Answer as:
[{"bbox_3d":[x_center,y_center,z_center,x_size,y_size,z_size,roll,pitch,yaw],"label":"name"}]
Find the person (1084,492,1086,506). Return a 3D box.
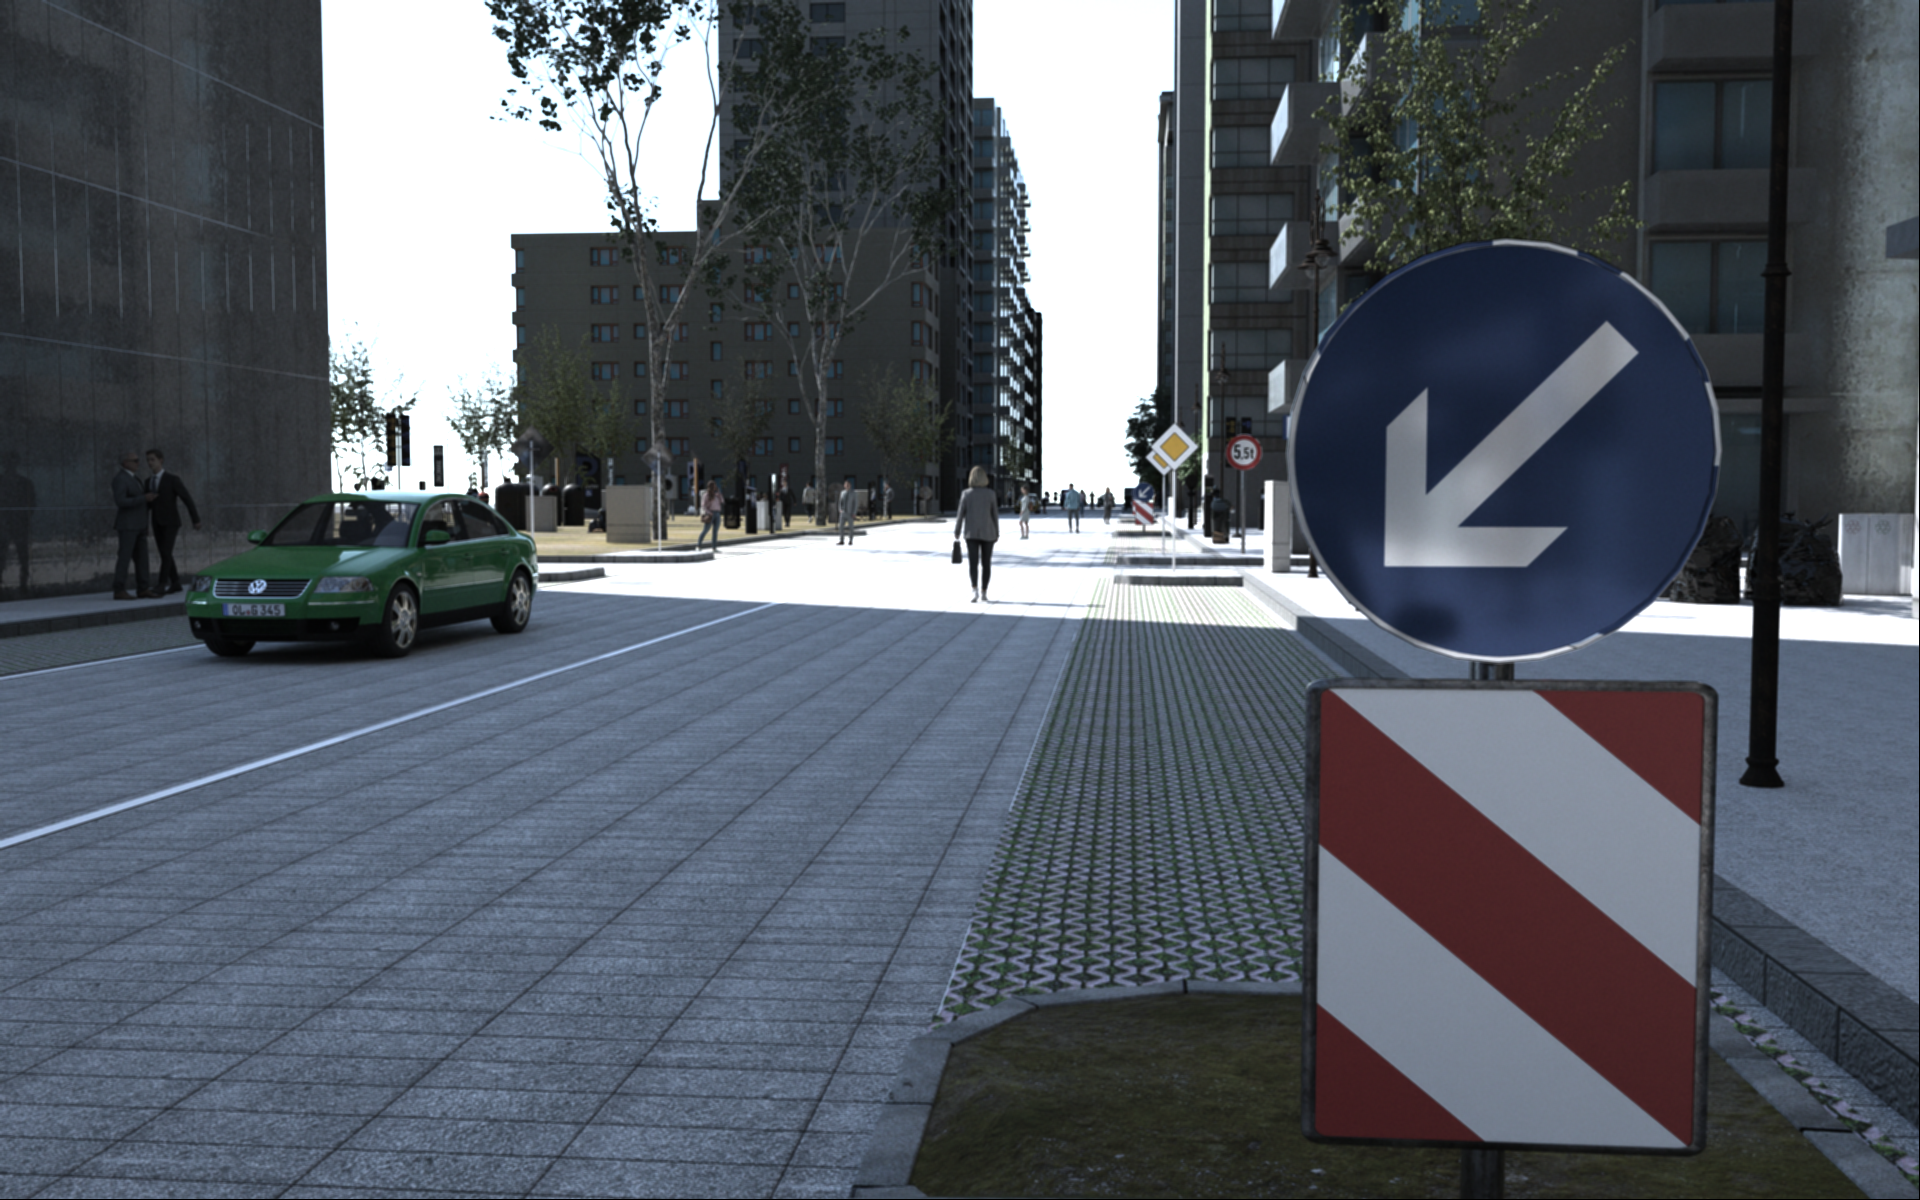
[{"bbox_3d":[15.075,-12.356,211.322,0.742,1.727,0.445,-1,4,-11],"label":"person"}]

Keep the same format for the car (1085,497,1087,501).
[{"bbox_3d":[17.917,-15.170,257.810,2.009,1.686,4.222,0,4,7],"label":"car"}]

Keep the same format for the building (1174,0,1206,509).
[{"bbox_3d":[26.087,-35.712,125.897,21.231,58.520,28.212,0,4,5],"label":"building"}]

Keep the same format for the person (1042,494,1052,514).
[{"bbox_3d":[6.278,-6.963,125.529,0.628,1.438,0.799,1,4,19],"label":"person"}]

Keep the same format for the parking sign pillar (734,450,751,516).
[{"bbox_3d":[-12.770,-6.944,102.008,1.447,3.967,1.447,1,4,16],"label":"parking sign pillar"}]

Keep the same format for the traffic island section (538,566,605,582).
[{"bbox_3d":[-7.260,-0.431,29.321,2.009,0.180,2.903,0,4,5],"label":"traffic island section"}]

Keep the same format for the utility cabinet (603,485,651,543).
[{"bbox_3d":[-8.586,-2.213,44.861,1.173,1.500,0.318,1,4,23],"label":"utility cabinet"}]

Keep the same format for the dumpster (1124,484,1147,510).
[{"bbox_3d":[14.405,-8.379,141.939,1.985,2.255,1.502,0,4,6],"label":"dumpster"}]

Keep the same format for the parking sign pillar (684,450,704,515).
[{"bbox_3d":[-15.942,-7.098,104.532,1.447,3.967,1.447,-3,4,-36],"label":"parking sign pillar"}]

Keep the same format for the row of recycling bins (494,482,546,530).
[{"bbox_3d":[-16.050,-3.404,62.771,1.069,1.692,3.534,0,4,-1],"label":"row of recycling bins"}]

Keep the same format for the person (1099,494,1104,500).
[{"bbox_3d":[12.440,-8.491,147.323,1.348,1.824,0.705,-1,4,-22],"label":"person"}]

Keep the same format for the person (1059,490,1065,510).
[{"bbox_3d":[9.493,-9.284,160.279,0.705,1.826,1.348,1,4,23],"label":"person"}]

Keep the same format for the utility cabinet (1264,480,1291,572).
[{"bbox_3d":[5.260,-1.221,28.648,0.318,1.500,1.173,0,4,4],"label":"utility cabinet"}]

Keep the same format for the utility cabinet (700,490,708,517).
[{"bbox_3d":[-14.009,-5.282,95.041,0.318,1.500,1.173,-1,4,-20],"label":"utility cabinet"}]

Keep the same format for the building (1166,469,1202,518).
[{"bbox_3d":[28.072,-24.771,96.893,32.217,40.220,23.993,0,4,5],"label":"building"}]

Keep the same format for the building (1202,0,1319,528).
[{"bbox_3d":[17.064,-23.683,70.807,14.154,41.232,14.086,0,4,5],"label":"building"}]

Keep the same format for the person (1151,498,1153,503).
[{"bbox_3d":[25.750,-13.835,233.031,0.721,1.735,1.217,1,4,15],"label":"person"}]

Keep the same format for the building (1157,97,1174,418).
[{"bbox_3d":[40.132,-38.896,225.186,28.713,52.752,27.495,0,4,5],"label":"building"}]

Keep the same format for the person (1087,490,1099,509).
[{"bbox_3d":[12.460,-9.448,162.984,1.348,1.823,0.705,3,5,45],"label":"person"}]

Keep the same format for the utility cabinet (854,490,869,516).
[{"bbox_3d":[-5.452,-5.539,99.248,1.173,1.500,0.318,-2,4,-31],"label":"utility cabinet"}]

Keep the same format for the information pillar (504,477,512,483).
[{"bbox_3d":[-20.039,-4.418,76.733,0.304,2.012,0.304,-1,4,-10],"label":"information pillar"}]

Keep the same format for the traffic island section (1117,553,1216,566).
[{"bbox_3d":[4.298,-0.853,36.228,2.009,0.180,2.903,0,4,5],"label":"traffic island section"}]

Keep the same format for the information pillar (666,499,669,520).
[{"bbox_3d":[-14.815,-5.063,87.266,0.304,2.012,0.304,0,4,-2],"label":"information pillar"}]

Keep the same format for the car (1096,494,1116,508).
[{"bbox_3d":[15.547,-10.550,184.282,2.131,1.459,4.920,0,4,7],"label":"car"}]

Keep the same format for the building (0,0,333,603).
[{"bbox_3d":[-20.973,-12.556,23.309,19.932,24.808,12.078,0,4,5],"label":"building"}]

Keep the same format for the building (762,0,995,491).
[{"bbox_3d":[-7.051,-44.877,171.995,20.563,71.187,20.611,0,4,5],"label":"building"}]

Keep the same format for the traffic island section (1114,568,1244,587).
[{"bbox_3d":[3.531,-0.367,28.279,2.009,0.180,2.903,0,4,5],"label":"traffic island section"}]

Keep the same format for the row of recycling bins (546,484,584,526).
[{"bbox_3d":[-16.949,-3.843,69.951,3.534,1.692,1.069,-2,4,-33],"label":"row of recycling bins"}]

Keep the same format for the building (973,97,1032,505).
[{"bbox_3d":[-4.339,-36.243,212.177,23.786,49.044,30.456,0,4,5],"label":"building"}]

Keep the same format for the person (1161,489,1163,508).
[{"bbox_3d":[18.139,-9.088,155.358,0.721,1.743,1.217,1,4,14],"label":"person"}]

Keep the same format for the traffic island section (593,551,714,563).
[{"bbox_3d":[-6.493,-0.917,37.270,2.009,0.180,2.903,0,4,5],"label":"traffic island section"}]

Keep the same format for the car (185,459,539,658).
[{"bbox_3d":[-5.567,-0.479,16.620,1.959,1.807,4.718,0,4,7],"label":"car"}]

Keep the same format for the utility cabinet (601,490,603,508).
[{"bbox_3d":[-21.149,-5.634,100.796,1.173,1.500,0.318,-2,4,-25],"label":"utility cabinet"}]

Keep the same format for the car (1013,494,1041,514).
[{"bbox_3d":[4.952,-7.128,126.758,2.015,1.641,3.980,0,4,7],"label":"car"}]

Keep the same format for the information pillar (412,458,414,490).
[{"bbox_3d":[-35.532,-7.412,112.544,0.183,3.616,0.504,-1,4,-14],"label":"information pillar"}]

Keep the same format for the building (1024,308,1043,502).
[{"bbox_3d":[5.326,-30.153,264.697,14.160,30.474,14.107,0,4,5],"label":"building"}]

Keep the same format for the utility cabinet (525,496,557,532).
[{"bbox_3d":[-14.180,-2.907,58.696,1.020,1.237,0.306,1,4,12],"label":"utility cabinet"}]

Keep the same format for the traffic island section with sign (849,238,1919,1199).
[{"bbox_3d":[0.816,0.314,3.500,1.989,1.847,2.006,0,4,5],"label":"traffic island section with sign"}]

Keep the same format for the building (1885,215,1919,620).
[{"bbox_3d":[19.611,-25.302,2.931,28.713,52.752,27.495,0,4,5],"label":"building"}]

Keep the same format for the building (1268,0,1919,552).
[{"bbox_3d":[23.902,-26.094,46.251,30.456,49.044,23.786,0,4,5],"label":"building"}]

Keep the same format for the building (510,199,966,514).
[{"bbox_3d":[-14.622,-17.312,128.086,27.650,21.520,28.899,0,4,5],"label":"building"}]

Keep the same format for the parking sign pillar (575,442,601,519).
[{"bbox_3d":[-19.377,-6.229,90.315,1.447,3.967,1.447,-1,4,-13],"label":"parking sign pillar"}]

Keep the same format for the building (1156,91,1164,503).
[{"bbox_3d":[39.288,-43.489,253.038,21.231,58.520,28.212,0,4,5],"label":"building"}]

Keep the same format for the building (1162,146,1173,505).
[{"bbox_3d":[31.162,-31.924,205.553,14.154,41.232,14.086,0,4,5],"label":"building"}]

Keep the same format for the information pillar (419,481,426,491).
[{"bbox_3d":[-29.622,-5.565,95.476,0.304,2.012,0.304,0,4,6],"label":"information pillar"}]

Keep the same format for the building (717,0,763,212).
[{"bbox_3d":[-8.708,-43.604,151.185,20.563,71.187,20.611,0,4,5],"label":"building"}]

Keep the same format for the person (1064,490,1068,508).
[{"bbox_3d":[10.692,-10.145,174.231,0.709,1.838,0.599,0,4,2],"label":"person"}]

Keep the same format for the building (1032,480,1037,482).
[{"bbox_3d":[-1.441,-38.094,242.438,23.786,49.044,30.456,0,4,5],"label":"building"}]

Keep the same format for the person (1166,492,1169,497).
[{"bbox_3d":[21.833,-10.700,180.857,0.709,1.838,0.599,-2,4,-34],"label":"person"}]
